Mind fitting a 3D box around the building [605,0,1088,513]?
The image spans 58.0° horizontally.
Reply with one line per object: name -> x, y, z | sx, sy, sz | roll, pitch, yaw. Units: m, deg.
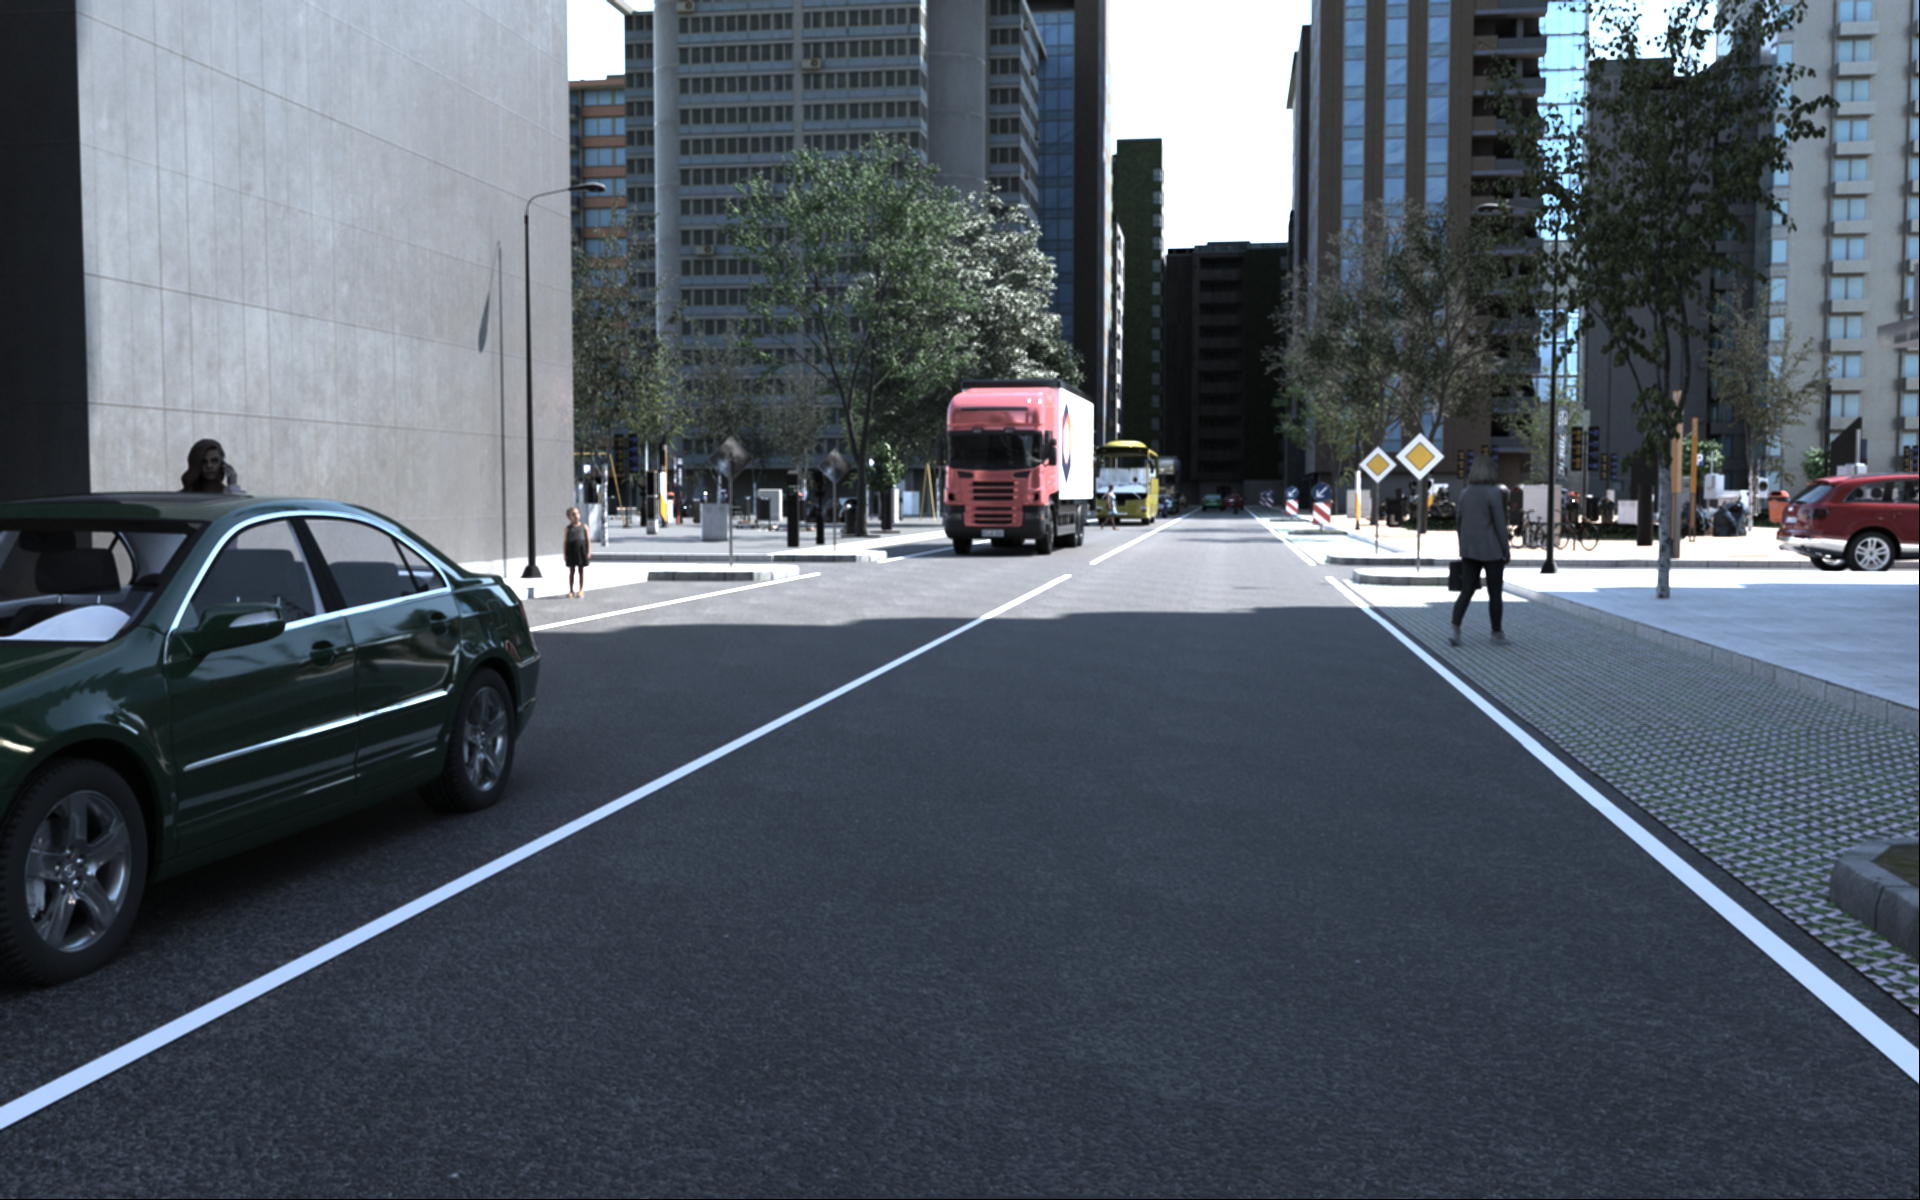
building -> -7.193, -26.562, 126.173 | 32.217, 40.220, 23.993 | 1, 4, 9

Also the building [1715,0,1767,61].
building -> 96.974, -46.126, 192.414 | 20.611, 71.187, 20.563 | 1, 4, 9

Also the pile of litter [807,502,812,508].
pile of litter -> -9.151, -5.376, 101.859 | 1.176, 0.858, 1.719 | 3, 4, 38

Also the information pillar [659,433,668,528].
information pillar -> -11.393, -4.586, 66.336 | 0.183, 3.616, 0.504 | 1, 4, 12

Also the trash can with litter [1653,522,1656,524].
trash can with litter -> 26.770, -3.414, 66.874 | 1.678, 1.210, 2.233 | 2, 4, 34

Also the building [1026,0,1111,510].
building -> 5.013, -30.172, 143.422 | 14.600, 45.320, 14.200 | 1, 4, 9

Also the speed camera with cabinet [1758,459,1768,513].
speed camera with cabinet -> 44.979, -6.384, 98.713 | 2.038, 3.252, 0.660 | -1, 4, -10

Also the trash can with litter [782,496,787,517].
trash can with litter -> -9.619, -5.279, 97.698 | 1.055, 1.170, 0.624 | 1, 4, 11

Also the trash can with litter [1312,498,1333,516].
trash can with litter -> 20.262, -5.226, 96.831 | 1.055, 1.170, 0.624 | 0, 4, -7

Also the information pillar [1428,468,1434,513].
information pillar -> 25.284, -6.244, 93.446 | 0.504, 3.616, 0.183 | 0, 4, 1

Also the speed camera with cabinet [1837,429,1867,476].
speed camera with cabinet -> 27.918, -3.607, 53.305 | 2.038, 3.252, 0.660 | -2, 4, -24

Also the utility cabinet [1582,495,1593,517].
utility cabinet -> 35.803, -5.365, 98.878 | 0.306, 1.237, 1.020 | 2, 4, 35

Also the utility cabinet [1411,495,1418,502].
utility cabinet -> 26.549, -5.512, 101.287 | 0.306, 1.237, 1.020 | 0, 4, 8

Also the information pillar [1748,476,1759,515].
information pillar -> 32.720, -4.094, 71.435 | 0.304, 2.012, 0.304 | 3, 5, 45

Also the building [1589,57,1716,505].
building -> 76.123, -35.025, 196.367 | 21.600, 48.544, 21.300 | 1, 4, 9

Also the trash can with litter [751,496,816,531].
trash can with litter -> -5.975, -3.023, 60.481 | 2.233, 1.210, 1.678 | 0, 4, 2

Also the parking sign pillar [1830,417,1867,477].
parking sign pillar -> 31.412, -4.452, 61.269 | 1.447, 3.967, 1.447 | -1, 4, -15

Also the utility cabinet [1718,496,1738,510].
utility cabinet -> 28.282, -3.221, 63.825 | 0.306, 1.237, 1.020 | 0, 4, -1

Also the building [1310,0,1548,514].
building -> 30.920, -28.562, 117.104 | 14.600, 45.320, 14.200 | 1, 4, 9

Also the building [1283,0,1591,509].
building -> 38.112, -50.508, 138.472 | 22.319, 86.520, 31.000 | 1, 4, 9

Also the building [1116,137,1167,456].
building -> 16.900, -31.742, 202.577 | 14.086, 41.232, 14.154 | 1, 4, 9

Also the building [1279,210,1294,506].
building -> 40.396, -24.786, 176.951 | 14.160, 30.474, 14.107 | 1, 4, 9

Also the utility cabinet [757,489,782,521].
utility cabinet -> -9.015, -4.484, 81.999 | 1.173, 1.500, 0.318 | 1, 4, 20

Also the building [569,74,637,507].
building -> -32.364, -32.331, 183.234 | 28.867, 44.769, 22.147 | 1, 4, 9

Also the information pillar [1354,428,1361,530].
information pillar -> 14.148, -4.295, 61.581 | 0.183, 3.616, 0.504 | 1, 4, 22

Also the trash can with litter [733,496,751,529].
trash can with litter -> -7.590, -3.236, 63.967 | 2.233, 1.210, 1.678 | 1, 4, 16

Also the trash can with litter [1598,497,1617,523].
trash can with litter -> 27.572, -3.783, 73.236 | 1.055, 1.170, 0.624 | 0, 4, -5

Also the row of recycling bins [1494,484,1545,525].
row of recycling bins -> 22.651, -3.939, 71.515 | 3.534, 1.692, 1.069 | 3, 4, 38

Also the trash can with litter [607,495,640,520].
trash can with litter -> -17.237, -4.653, 87.128 | 2.233, 1.210, 1.678 | 1, 4, 14

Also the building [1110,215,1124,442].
building -> 9.993, -25.078, 181.719 | 14.107, 30.474, 14.160 | 1, 4, 9

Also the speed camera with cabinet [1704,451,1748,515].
speed camera with cabinet -> 34.700, -5.142, 78.403 | 0.660, 3.252, 2.038 | -2, 4, -25

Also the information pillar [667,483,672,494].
information pillar -> -18.645, -6.508, 110.902 | 0.304, 2.012, 0.304 | 1, 4, 10

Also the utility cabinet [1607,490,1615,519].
utility cabinet -> 33.047, -4.849, 87.963 | 0.318, 1.500, 1.173 | 1, 4, 16

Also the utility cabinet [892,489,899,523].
utility cabinet -> -2.968, -4.171, 76.876 | 0.318, 1.500, 1.173 | 0, 4, 7

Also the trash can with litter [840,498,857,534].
trash can with litter -> -3.542, -2.667, 54.988 | 0.624, 1.170, 1.055 | -2, 4, -25

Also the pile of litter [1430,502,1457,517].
pile of litter -> 25.893, -4.717, 91.083 | 1.719, 0.858, 1.176 | 3, 5, 44

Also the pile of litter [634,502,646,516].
pile of litter -> -19.216, -5.538, 104.515 | 1.176, 0.858, 1.719 | 1, 4, 21

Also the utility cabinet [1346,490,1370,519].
utility cabinet -> 20.589, -4.944, 89.518 | 1.173, 1.500, 0.318 | 1, 4, 9

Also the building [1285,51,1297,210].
building -> 52.432, -37.579, 203.650 | 27.495, 52.752, 28.713 | 1, 4, 9

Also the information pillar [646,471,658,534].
information pillar -> -9.823, -3.103, 55.227 | 0.304, 2.012, 0.304 | 0, 4, 5

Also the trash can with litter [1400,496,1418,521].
trash can with litter -> 18.670, -3.708, 72.008 | 1.055, 1.170, 0.624 | 1, 4, 13

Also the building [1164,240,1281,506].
building -> 30.786, -26.224, 200.468 | 14.107, 30.474, 14.160 | 1, 4, 9

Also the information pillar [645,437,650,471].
information pillar -> -12.871, -4.900, 71.463 | 0.183, 3.616, 0.504 | -1, 4, -23

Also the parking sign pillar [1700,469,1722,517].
parking sign pillar -> 41.340, -6.541, 95.415 | 1.447, 3.967, 1.447 | -2, 4, -26

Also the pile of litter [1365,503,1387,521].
pile of litter -> 20.213, -4.278, 83.914 | 1.176, 0.858, 1.719 | 1, 4, 18

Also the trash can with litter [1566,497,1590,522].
trash can with litter -> 25.426, -3.652, 71.104 | 1.055, 1.170, 0.624 | 2, 4, 26

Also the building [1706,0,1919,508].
building -> 87.629, -33.319, 164.366 | 30.456, 49.044, 23.786 | 1, 4, 9

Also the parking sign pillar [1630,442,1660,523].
parking sign pillar -> 30.514, -5.412, 76.952 | 1.447, 3.967, 1.447 | -3, 4, -38

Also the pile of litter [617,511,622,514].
pile of litter -> -22.422, -5.929, 110.910 | 1.719, 0.858, 1.176 | 0, 4, -6

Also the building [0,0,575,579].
building -> -22.016, -12.606, 25.176 | 30.058, 24.678, 14.314 | 1, 4, 9

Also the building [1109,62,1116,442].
building -> 6.347, -28.993, 157.625 | 14.154, 41.232, 14.086 | 1, 4, 9

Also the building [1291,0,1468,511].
building -> 38.539, -31.338, 162.489 | 14.600, 45.320, 14.200 | 1, 4, 9

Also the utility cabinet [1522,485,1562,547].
utility cabinet -> 14.125, -2.039, 42.020 | 0.318, 1.500, 1.173 | -1, 4, -15

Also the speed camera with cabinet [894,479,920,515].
speed camera with cabinet -> -3.306, -6.798, 105.480 | 0.660, 3.252, 2.038 | -3, 5, -41

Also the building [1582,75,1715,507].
building -> 65.621, -29.908, 172.596 | 14.086, 41.232, 14.154 | 1, 4, 9
